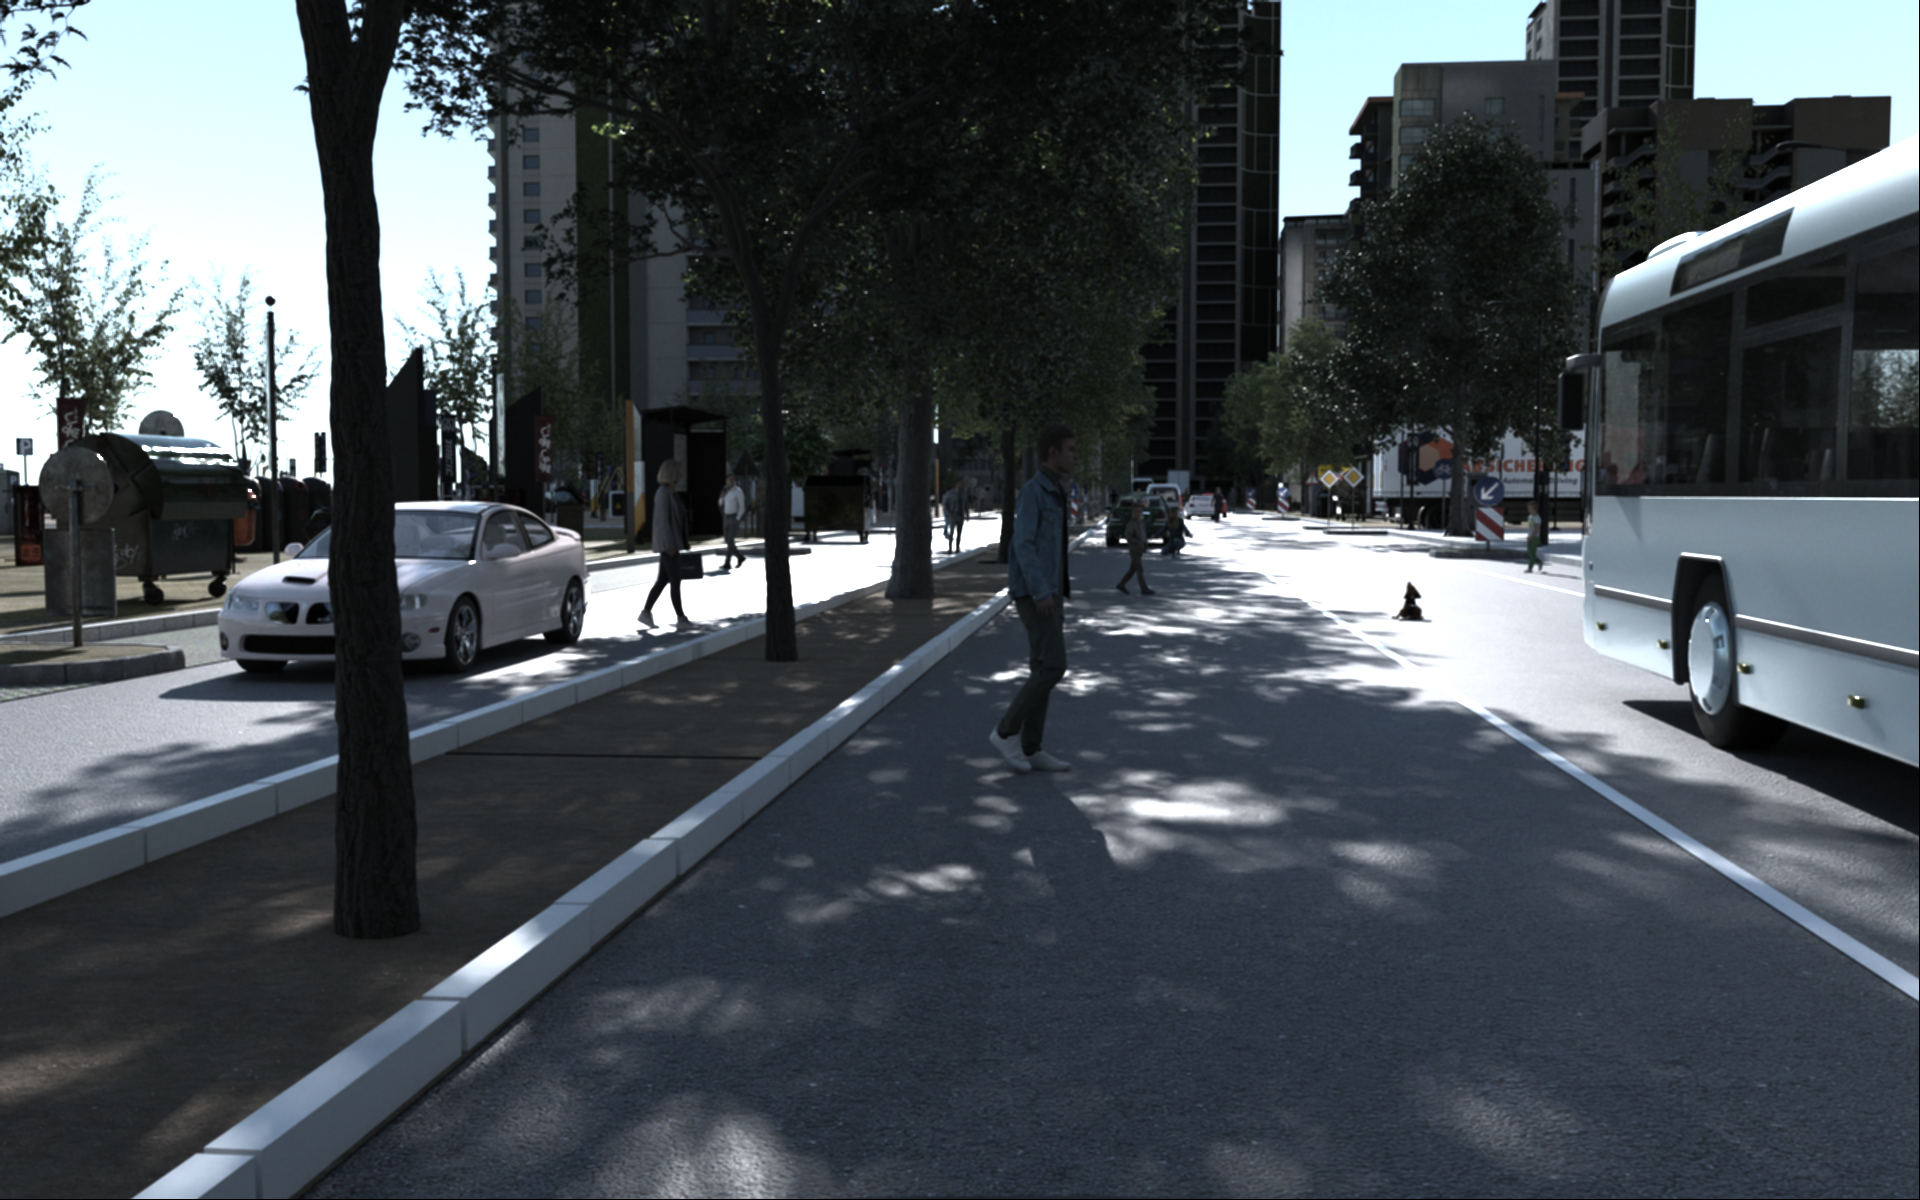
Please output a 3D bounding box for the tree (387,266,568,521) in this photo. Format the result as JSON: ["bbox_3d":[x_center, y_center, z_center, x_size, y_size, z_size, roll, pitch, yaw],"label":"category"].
[{"bbox_3d":[-15.916,-6.413,55.210,4.737,8.622,4.395,0,3,0],"label":"tree"}]

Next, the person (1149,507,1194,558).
[{"bbox_3d":[4.834,-1.514,38.745,1.012,1.151,0.738,3,4,36],"label":"person"}]

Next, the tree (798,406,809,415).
[{"bbox_3d":[-9.804,-10.247,117.908,4.737,8.622,4.395,0,3,0],"label":"tree"}]

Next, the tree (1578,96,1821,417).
[{"bbox_3d":[13.993,-5.038,32.732,4.737,8.622,4.395,0,3,0],"label":"tree"}]

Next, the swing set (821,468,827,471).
[{"bbox_3d":[-8.405,-6.606,105.620,2.862,2.851,3.119,0,4,3],"label":"swing set"}]

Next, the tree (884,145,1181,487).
[{"bbox_3d":[1.661,-7.536,43.804,7.486,12.596,7.792,0,3,0],"label":"tree"}]

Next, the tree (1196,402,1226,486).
[{"bbox_3d":[30.757,-16.738,190.667,9.611,12.733,9.660,0,3,0],"label":"tree"}]

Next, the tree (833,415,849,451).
[{"bbox_3d":[-7.019,-10.871,128.103,4.360,8.622,3.978,0,3,0],"label":"tree"}]

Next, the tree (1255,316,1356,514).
[{"bbox_3d":[22.578,-11.766,110.503,7.486,12.596,7.792,0,3,0],"label":"tree"}]

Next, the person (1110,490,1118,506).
[{"bbox_3d":[14.780,-9.693,166.607,1.348,1.869,0.705,-2,4,-34],"label":"person"}]

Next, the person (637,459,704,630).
[{"bbox_3d":[-3.074,-0.593,18.372,0.728,1.800,0.709,0,4,8],"label":"person"}]

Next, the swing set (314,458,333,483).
[{"bbox_3d":[-26.706,-4.803,76.152,3.119,2.851,2.862,-1,4,-17],"label":"swing set"}]

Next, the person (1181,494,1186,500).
[{"bbox_3d":[19.052,-8.406,149.158,0.991,1.433,0.599,0,4,-5],"label":"person"}]

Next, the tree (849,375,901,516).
[{"bbox_3d":[-4.223,-9.347,103.190,4.360,8.622,3.978,0,3,0],"label":"tree"}]

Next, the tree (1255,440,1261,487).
[{"bbox_3d":[25.389,-11.504,138.455,4.360,8.622,3.978,0,3,0],"label":"tree"}]

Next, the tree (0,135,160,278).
[{"bbox_3d":[-19.394,-5.364,38.058,4.360,8.622,3.978,0,3,0],"label":"tree"}]

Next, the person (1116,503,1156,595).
[{"bbox_3d":[2.520,-0.730,24.703,0.640,1.303,0.475,2,4,25],"label":"person"}]

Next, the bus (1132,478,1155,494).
[{"bbox_3d":[21.992,-13.000,207.403,2.948,3.499,13.247,0,4,7],"label":"bus"}]

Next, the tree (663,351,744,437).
[{"bbox_3d":[-13.041,-8.484,89.084,4.360,8.622,3.978,0,3,0],"label":"tree"}]

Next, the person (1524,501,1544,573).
[{"bbox_3d":[10.526,-1.160,31.718,0.590,1.304,0.306,-2,4,-35],"label":"person"}]

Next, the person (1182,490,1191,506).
[{"bbox_3d":[21.227,-9.433,162.732,1.348,1.823,0.705,1,4,11],"label":"person"}]

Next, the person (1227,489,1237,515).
[{"bbox_3d":[18.190,-6.556,115.863,0.661,1.801,0.590,0,4,0],"label":"person"}]

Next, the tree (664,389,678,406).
[{"bbox_3d":[-16.355,-9.568,106.806,4.737,8.622,4.395,0,3,0],"label":"tree"}]

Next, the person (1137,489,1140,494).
[{"bbox_3d":[10.436,-5.545,99.838,0.731,1.740,0.598,0,4,-6],"label":"person"}]

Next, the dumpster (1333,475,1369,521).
[{"bbox_3d":[18.741,-4.929,83.085,1.502,2.255,1.985,0,4,6],"label":"dumpster"}]

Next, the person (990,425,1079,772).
[{"bbox_3d":[0.388,-0.004,8.914,0.444,1.785,0.601,1,4,22],"label":"person"}]

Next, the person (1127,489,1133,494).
[{"bbox_3d":[12.903,-7.452,130.439,0.767,1.812,0.694,-3,4,-38],"label":"person"}]

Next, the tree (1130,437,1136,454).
[{"bbox_3d":[11.051,-10.796,129.328,4.737,8.622,4.395,0,3,0],"label":"tree"}]

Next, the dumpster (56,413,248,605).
[{"bbox_3d":[-9.699,-1.113,20.688,1.502,2.255,1.985,0,4,6],"label":"dumpster"}]

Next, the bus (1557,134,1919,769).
[{"bbox_3d":[5.146,-0.731,6.811,2.948,3.499,13.247,0,4,6],"label":"bus"}]

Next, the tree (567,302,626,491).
[{"bbox_3d":[-14.803,-6.789,61.357,4.737,8.622,4.395,0,3,0],"label":"tree"}]

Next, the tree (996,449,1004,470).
[{"bbox_3d":[4.944,-13.035,163.489,4.737,8.622,4.395,0,3,0],"label":"tree"}]

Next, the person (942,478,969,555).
[{"bbox_3d":[-0.082,-1.992,41.173,0.635,1.810,0.391,-2,4,-31],"label":"person"}]

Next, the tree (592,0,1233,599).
[{"bbox_3d":[-0.678,-6.998,23.530,9.857,13.997,8.962,0,3,0],"label":"tree"}]

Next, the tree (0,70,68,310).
[{"bbox_3d":[-14.175,-4.405,22.379,4.737,8.622,4.395,0,3,0],"label":"tree"}]

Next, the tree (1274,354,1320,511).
[{"bbox_3d":[23.801,-12.519,130.438,9.928,11.665,9.643,0,3,0],"label":"tree"}]

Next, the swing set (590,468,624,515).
[{"bbox_3d":[-20.102,-6.471,103.429,2.862,2.851,3.119,0,4,2],"label":"swing set"}]

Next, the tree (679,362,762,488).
[{"bbox_3d":[-12.465,-8.877,95.501,4.737,8.622,4.395,0,3,0],"label":"tree"}]

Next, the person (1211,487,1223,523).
[{"bbox_3d":[12.807,-4.739,86.399,0.534,1.772,0.576,3,5,42],"label":"person"}]

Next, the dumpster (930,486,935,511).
[{"bbox_3d":[-2.224,-5.643,94.751,1.502,2.255,1.985,0,4,6],"label":"dumpster"}]

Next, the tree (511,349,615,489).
[{"bbox_3d":[-19.854,-8.386,87.476,4.360,8.622,3.978,0,3,0],"label":"tree"}]

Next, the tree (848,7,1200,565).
[{"bbox_3d":[1.059,-6.535,35.057,9.928,11.665,9.643,0,3,0],"label":"tree"}]

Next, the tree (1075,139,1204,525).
[{"bbox_3d":[5.904,-14.381,93.473,12.611,20.169,13.585,0,3,0],"label":"tree"}]

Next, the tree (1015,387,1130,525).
[{"bbox_3d":[4.686,-7.266,71.618,4.737,8.622,4.395,0,3,0],"label":"tree"}]

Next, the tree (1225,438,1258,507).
[{"bbox_3d":[29.260,-13.863,177.023,4.737,8.622,4.395,0,3,0],"label":"tree"}]

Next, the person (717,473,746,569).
[{"bbox_3d":[-4.407,-1.511,33.310,0.679,1.850,0.850,2,4,34],"label":"person"}]

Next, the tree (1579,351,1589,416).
[{"bbox_3d":[29.352,-7.752,77.106,4.360,8.622,3.978,0,3,0],"label":"tree"}]

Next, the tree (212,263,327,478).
[{"bbox_3d":[-22.669,-6.402,55.039,4.360,8.622,3.978,0,3,0],"label":"tree"}]

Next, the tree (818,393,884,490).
[{"bbox_3d":[-6.528,-9.764,110.004,4.737,8.622,4.395,0,3,0],"label":"tree"}]

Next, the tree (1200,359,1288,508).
[{"bbox_3d":[26.994,-15.115,157.504,12.009,13.543,11.850,0,3,0],"label":"tree"}]

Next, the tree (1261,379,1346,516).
[{"bbox_3d":[20.757,-9.228,101.233,4.360,8.622,3.978,0,3,0],"label":"tree"}]

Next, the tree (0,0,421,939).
[{"bbox_3d":[-1.847,-4.209,5.693,8.767,10.594,7.601,0,4,6],"label":"tree"}]

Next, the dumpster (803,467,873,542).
[{"bbox_3d":[-3.666,-2.872,51.912,1.985,2.255,1.502,0,4,7],"label":"dumpster"}]

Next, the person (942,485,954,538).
[{"bbox_3d":[-0.410,-2.912,56.952,0.643,1.720,0.563,-2,4,-33],"label":"person"}]

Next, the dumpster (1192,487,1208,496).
[{"bbox_3d":[29.566,-12.746,213.342,1.985,2.255,1.502,0,4,6],"label":"dumpster"}]

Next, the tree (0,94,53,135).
[{"bbox_3d":[-16.831,-4.754,28.097,4.360,8.622,3.978,0,3,0],"label":"tree"}]
